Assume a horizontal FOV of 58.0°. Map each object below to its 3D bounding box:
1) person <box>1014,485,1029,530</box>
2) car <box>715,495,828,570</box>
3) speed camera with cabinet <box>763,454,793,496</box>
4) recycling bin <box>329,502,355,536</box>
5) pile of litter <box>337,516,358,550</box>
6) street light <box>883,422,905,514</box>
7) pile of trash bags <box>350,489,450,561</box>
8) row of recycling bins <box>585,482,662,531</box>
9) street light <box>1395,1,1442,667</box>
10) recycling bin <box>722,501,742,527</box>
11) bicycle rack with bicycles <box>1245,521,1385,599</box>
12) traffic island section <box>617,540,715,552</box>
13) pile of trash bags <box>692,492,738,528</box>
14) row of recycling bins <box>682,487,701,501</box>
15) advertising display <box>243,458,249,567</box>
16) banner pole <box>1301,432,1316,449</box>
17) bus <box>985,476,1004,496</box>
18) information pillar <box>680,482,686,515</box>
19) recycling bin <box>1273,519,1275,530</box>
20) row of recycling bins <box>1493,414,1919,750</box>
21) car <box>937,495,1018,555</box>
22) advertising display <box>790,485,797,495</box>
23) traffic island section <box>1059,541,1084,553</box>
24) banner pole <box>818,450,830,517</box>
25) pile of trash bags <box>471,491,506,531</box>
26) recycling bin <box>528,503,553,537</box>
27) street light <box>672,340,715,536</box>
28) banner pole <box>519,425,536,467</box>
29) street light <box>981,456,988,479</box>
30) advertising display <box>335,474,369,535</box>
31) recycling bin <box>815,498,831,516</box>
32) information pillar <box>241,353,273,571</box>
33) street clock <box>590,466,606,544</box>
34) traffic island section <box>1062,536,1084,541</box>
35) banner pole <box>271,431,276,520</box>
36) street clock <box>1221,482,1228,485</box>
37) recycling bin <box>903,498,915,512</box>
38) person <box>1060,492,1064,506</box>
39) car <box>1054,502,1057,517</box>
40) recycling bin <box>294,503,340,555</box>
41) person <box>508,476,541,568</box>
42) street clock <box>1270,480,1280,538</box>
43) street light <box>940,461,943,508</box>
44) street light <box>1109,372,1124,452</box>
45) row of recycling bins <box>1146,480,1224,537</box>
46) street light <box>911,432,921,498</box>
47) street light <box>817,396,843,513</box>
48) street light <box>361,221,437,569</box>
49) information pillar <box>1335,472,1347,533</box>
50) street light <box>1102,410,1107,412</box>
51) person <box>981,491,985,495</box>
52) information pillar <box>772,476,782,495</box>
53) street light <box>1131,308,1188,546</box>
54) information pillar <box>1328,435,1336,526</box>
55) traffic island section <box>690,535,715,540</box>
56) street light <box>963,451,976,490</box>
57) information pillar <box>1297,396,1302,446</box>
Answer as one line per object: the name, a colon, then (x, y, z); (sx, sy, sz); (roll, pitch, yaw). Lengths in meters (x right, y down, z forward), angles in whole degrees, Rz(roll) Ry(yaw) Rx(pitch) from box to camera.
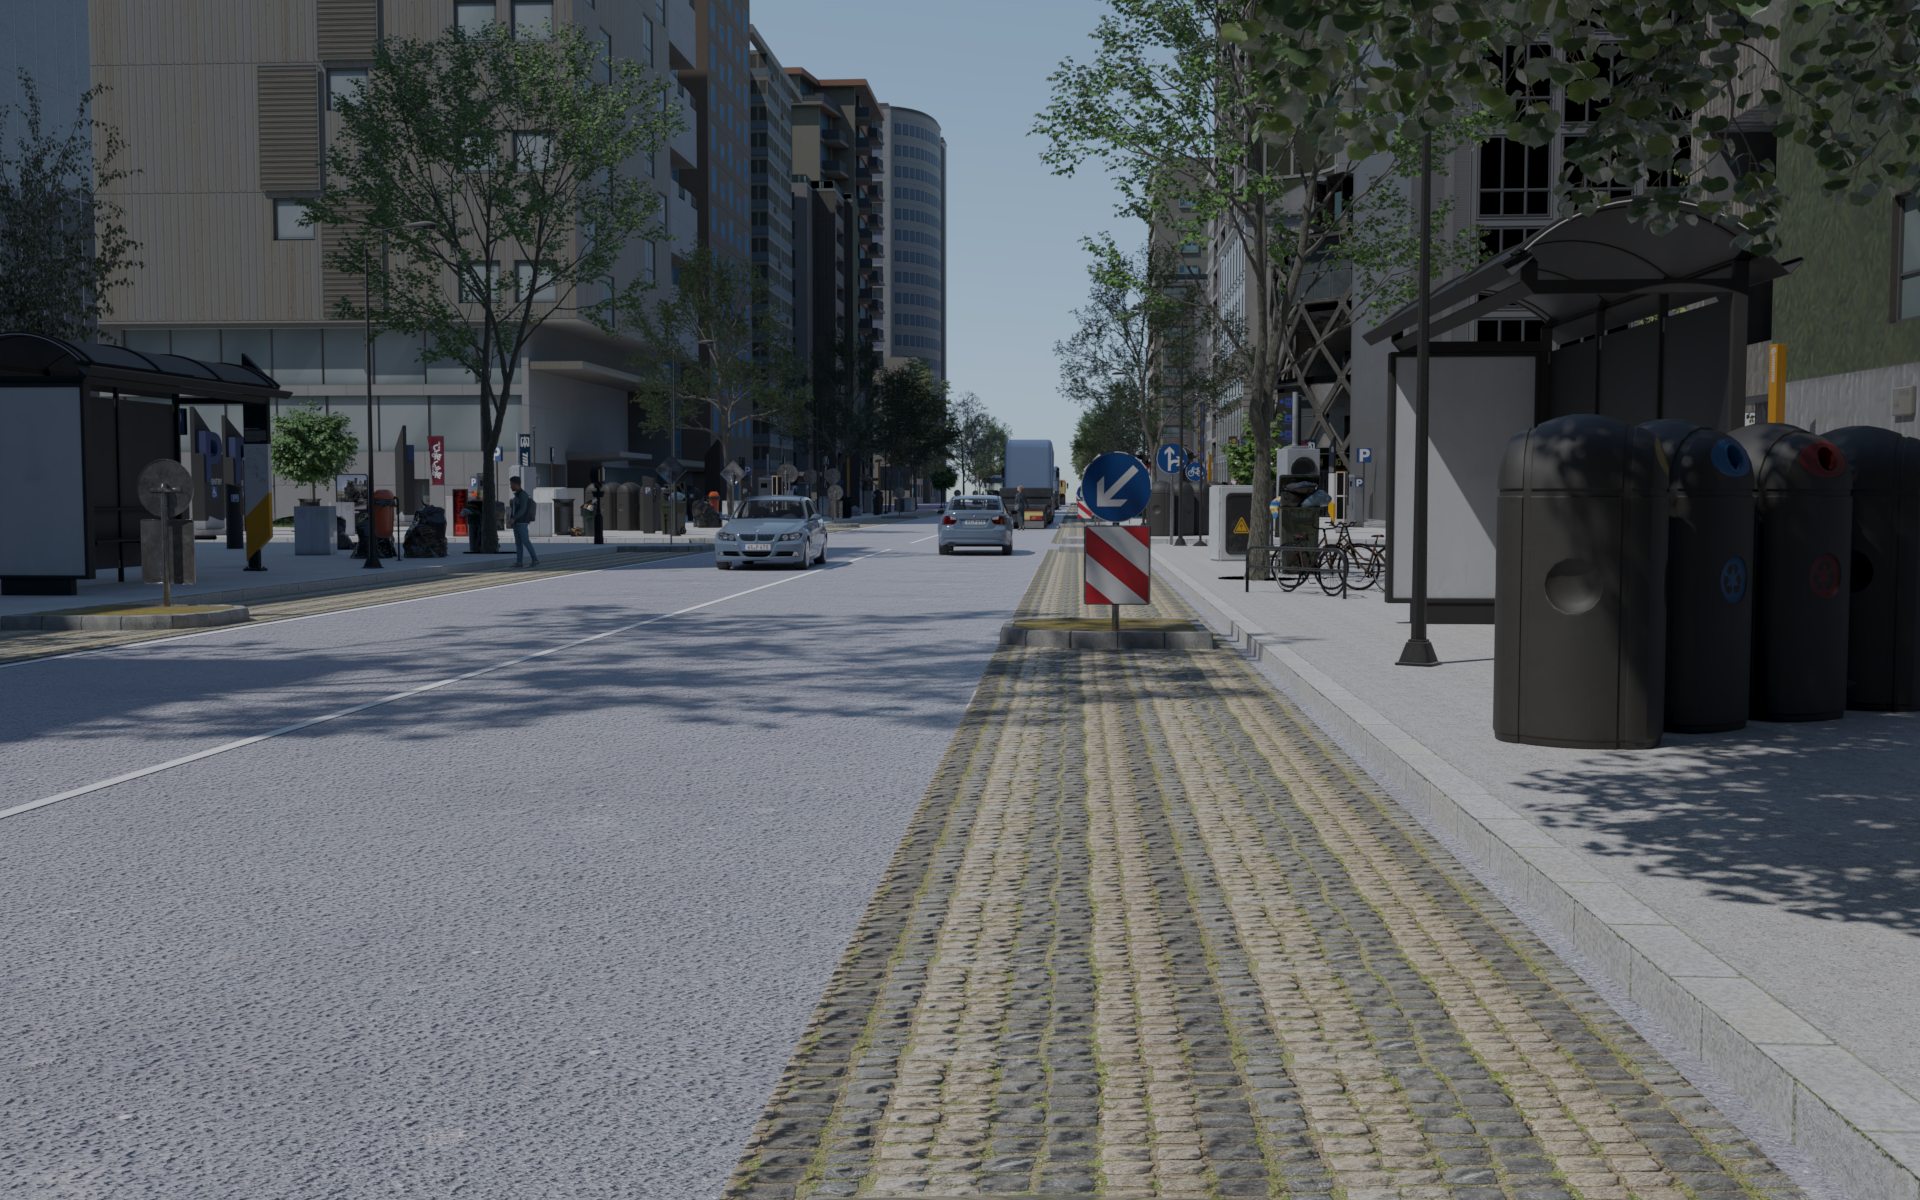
person: (2.450, -3.631, 68.291); (0.534, 1.772, 0.576); (2, 4, 30)
car: (-3.675, -1.365, 34.325); (2.014, 1.417, 4.499); (0, 4, 3)
speed camera with cabinet: (-8.932, -5.546, 85.019); (0.660, 3.252, 2.038); (-3, 4, -36)
recycling bin: (-18.882, -2.468, 52.906); (0.722, 1.027, 0.722); (-1, 4, -20)
pile of litter: (-14.319, -1.617, 40.399); (1.176, 0.858, 1.719); (-2, 4, -29)
street light: (-4.259, -8.513, 111.728); (1.470, 5.913, 1.316); (0, 4, 4)
pile of trash bags: (-11.282, -1.524, 34.671); (1.912, 1.369, 3.447); (-1, 4, -10)
row of recycling bins: (-11.819, -3.282, 60.774); (3.534, 1.692, 1.069); (2, 4, 35)
street light: (2.903, -2.467, 12.876); (1.470, 5.913, 1.316); (0, 4, 4)
recycling bin: (-8.355, -3.171, 64.407); (0.722, 1.027, 0.722); (2, 4, 25)
bicycle rack with bicycles: (4.991, -0.559, 22.528); (2.852, 0.926, 2.925); (-2, 4, -31)
traffic island section: (-7.336, -1.321, 43.876); (2.009, 0.180, 2.903); (0, 4, 4)
pile of trash bags: (-9.413, -3.502, 67.010); (1.912, 1.369, 3.447); (-1, 4, -14)
row of recycling bins: (-17.273, -5.896, 103.513); (3.534, 1.692, 1.069); (0, 4, -5)
advertising display: (-12.530, -1.549, 30.544); (0.123, 1.923, 0.974); (-2, 4, -26)
banner pole: (13.886, -4.866, 69.583); (0.863, 3.779, 0.401); (1, 4, 16)
bus: (4.010, -10.506, 166.630); (2.948, 3.499, 13.247); (0, 4, 3)
information pillar: (-17.197, -6.301, 107.515); (0.304, 2.012, 0.304); (0, 4, 8)
recycling bin: (11.193, -2.954, 60.856); (0.722, 1.027, 0.722); (-1, 4, -18)
row of recycling bins: (4.306, -0.165, 9.805); (3.534, 1.692, 1.069); (-2, 4, -34)
car: (0.410, -1.837, 42.033); (2.014, 1.417, 4.499); (0, 4, 2)
advertising display: (-11.992, -7.375, 125.796); (0.123, 1.923, 0.974); (3, 4, 36)
traffic island section: (3.481, -1.277, 43.152); (2.009, 0.180, 2.903); (0, 4, 4)
banner pole: (-7.973, -6.782, 100.906); (0.863, 3.779, 0.401); (0, 4, 3)
pile of trash bags: (-16.677, -3.063, 59.829); (1.912, 1.369, 3.447); (-1, 4, -17)
recycling bin: (-12.535, -2.392, 51.669); (0.722, 1.027, 0.722); (-1, 4, -12)
street light: (-8.092, -4.883, 52.376); (1.470, 5.913, 1.316); (0, 4, 4)
banner pole: (-15.743, -4.482, 63.294); (0.863, 3.779, 0.401); (1, 4, 21)
street light: (2.401, -14.587, 211.043); (1.470, 5.913, 1.316); (0, 4, 4)
advertising display: (-19.186, -3.025, 54.673); (0.974, 1.923, 0.123); (-2, 4, -27)
recycling bin: (-7.883, -5.331, 99.718); (0.722, 1.027, 0.722); (-2, 4, -28)
information pillar: (-11.675, -2.288, 28.760); (0.504, 3.616, 0.183); (1, 4, 16)
street clock: (-9.220, -2.421, 44.151); (0.358, 2.002, 0.471); (1, 4, 15)
traffic island section: (4.013, -1.764, 51.119); (2.009, 0.180, 2.903); (0, 4, 4)
banner pole: (-27.530, -4.833, 69.029); (0.401, 3.779, 0.863); (2, 4, 27)
street clock: (15.595, -5.972, 102.216); (0.358, 2.002, 0.471); (-3, 5, -40)
recycling bin: (-3.699, -6.860, 124.711); (0.722, 1.027, 0.722); (1, 4, 22)
person: (11.974, -12.062, 206.240); (0.721, 1.766, 1.217); (3, 5, 39)
car: (5.079, -5.861, 108.401); (1.945, 1.354, 3.894); (0, 4, 3)
recycling bin: (-13.609, -1.470, 36.585); (0.722, 1.027, 0.722); (0, 4, -7)
person: (-8.477, -1.503, 33.414); (0.721, 1.781, 0.623); (-3, 5, -40)
street clock: (9.387, -2.839, 50.991); (0.471, 2.002, 0.358); (2, 4, 27)
street light: (-1.154, -11.348, 158.087); (1.470, 5.913, 1.316); (0, 4, 4)
street light: (6.457, -5.709, 65.888); (1.470, 5.913, 1.316); (0, 4, 4)
row of recycling bins: (7.064, -2.843, 53.592); (1.069, 1.692, 3.534); (3, 5, 44)
street light: (-3.082, -9.533, 128.412); (1.470, 5.913, 1.316); (0, 4, 4)
street light: (-6.216, -6.698, 82.055); (1.470, 5.913, 1.316); (0, 4, 4)
street light: (-9.603, -3.496, 29.693); (1.470, 5.913, 1.316); (0, 4, 4)
information pillar: (12.507, -3.199, 56.802); (0.304, 2.012, 0.304); (2, 4, 28)
street light: (8.472, -7.543, 95.872); (1.470, 5.913, 1.316); (0, 4, 4)
person: (2.659, -11.097, 190.392); (0.568, 1.767, 0.683); (2, 4, 31)
information pillar: (-7.380, -4.005, 69.971); (0.304, 2.012, 0.304); (3, 5, 41)
street light: (4.916, -4.293, 42.728); (1.470, 5.913, 1.316); (0, 4, 4)
information pillar: (14.928, -4.776, 69.440); (0.183, 3.616, 0.504); (-1, 4, -13)
traffic island section: (-6.804, -1.808, 51.844); (2.009, 0.180, 2.903); (0, 4, 4)
street light: (0.863, -13.185, 188.115); (1.470, 5.913, 1.316); (0, 4, 4)
information pillar: (7.997, -3.065, 41.470); (0.183, 3.616, 0.504); (-2, 4, -24)
